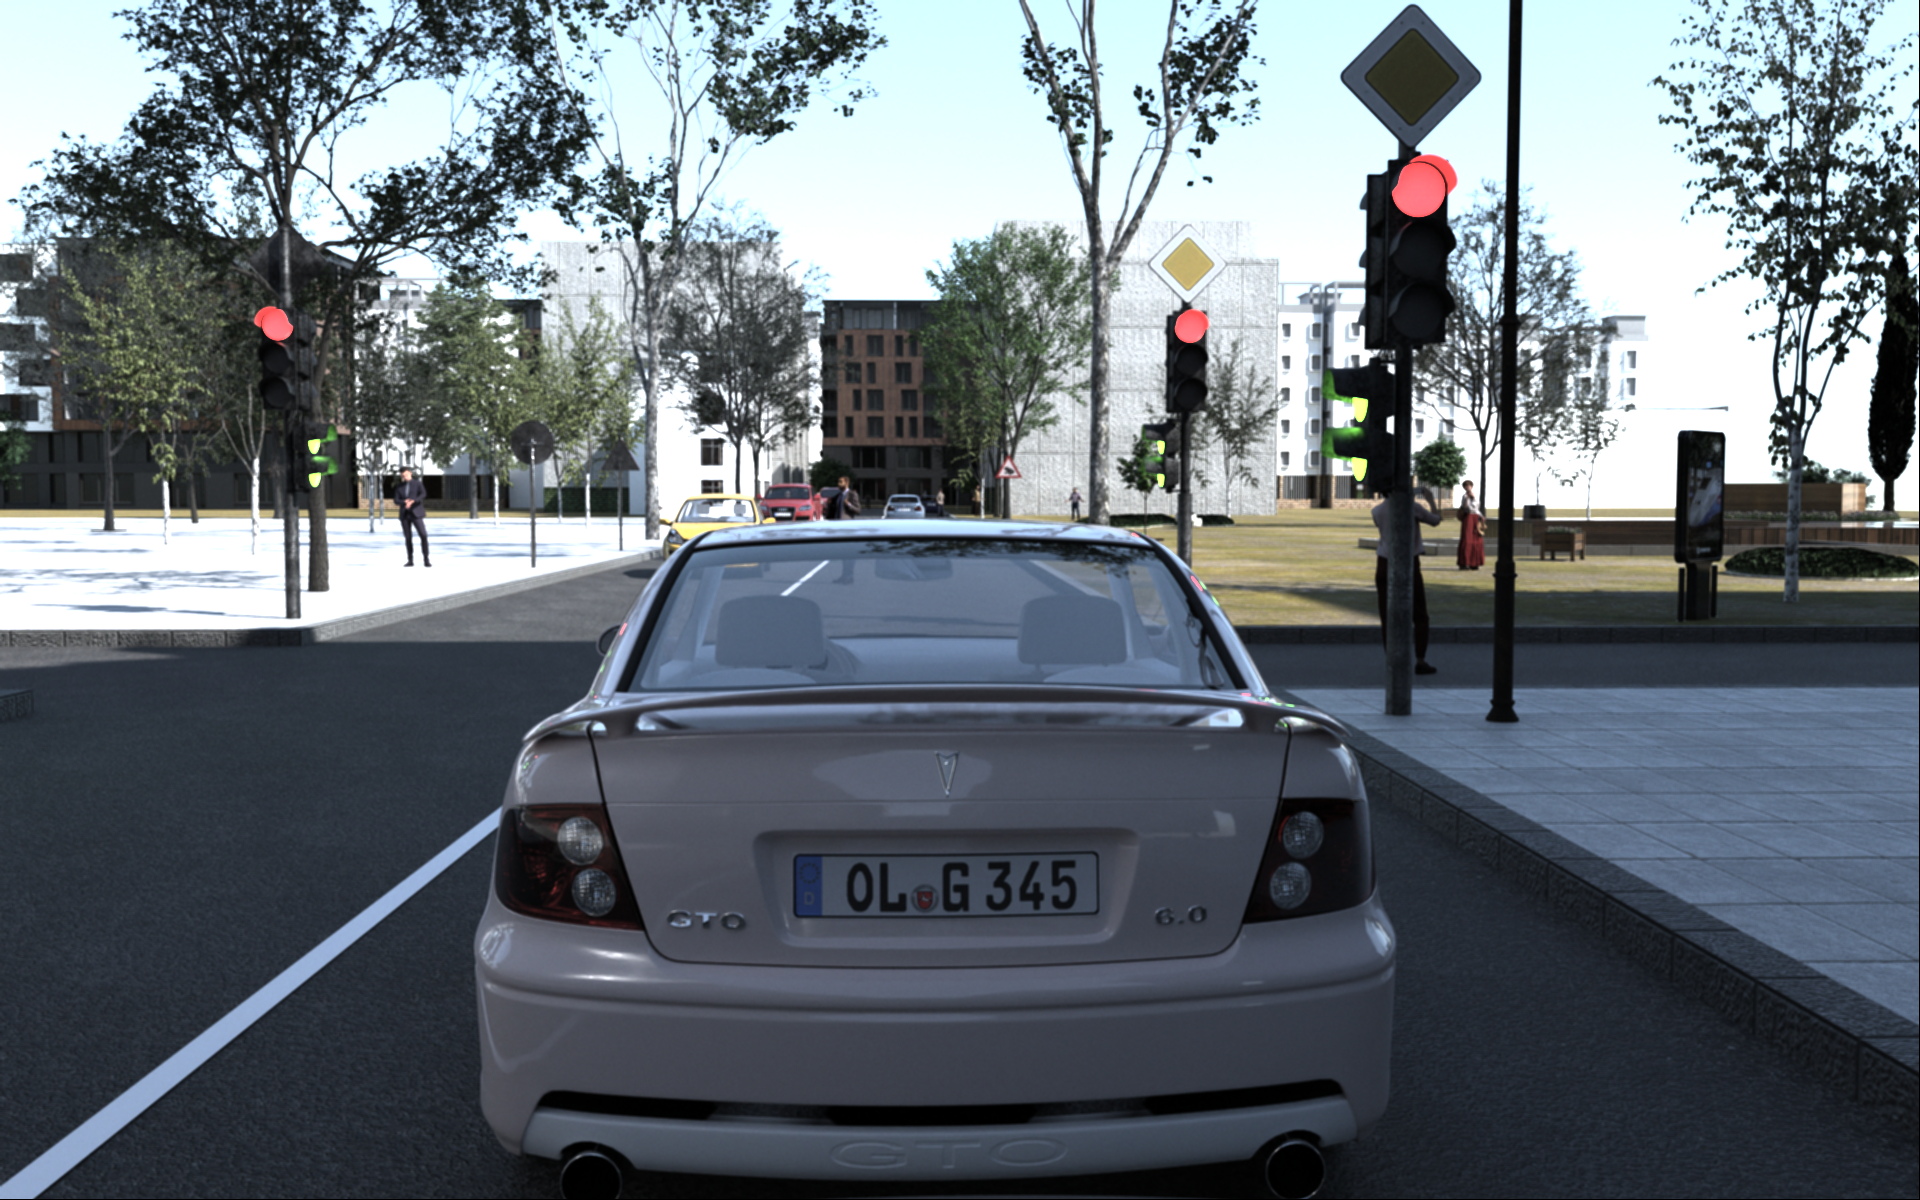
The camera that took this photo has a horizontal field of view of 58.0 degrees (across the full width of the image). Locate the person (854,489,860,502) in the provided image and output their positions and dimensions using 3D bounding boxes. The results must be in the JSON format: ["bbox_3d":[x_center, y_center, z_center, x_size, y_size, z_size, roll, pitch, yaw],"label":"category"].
[{"bbox_3d":[-7.106,-6.624,117.325,0.617,1.759,0.750,0,4,8],"label":"person"}]

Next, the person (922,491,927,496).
[{"bbox_3d":[-3.104,-9.124,158.405,0.721,1.736,1.217,-3,4,-38],"label":"person"}]

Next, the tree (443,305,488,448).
[{"bbox_3d":[-18.141,-7.223,68.463,4.737,8.622,4.395,0,3,0],"label":"tree"}]

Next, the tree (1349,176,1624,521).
[{"bbox_3d":[20.149,-9.529,66.169,12.009,13.543,11.850,0,3,0],"label":"tree"}]

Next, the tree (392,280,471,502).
[{"bbox_3d":[-19.546,-6.575,57.858,4.360,8.622,3.978,0,3,0],"label":"tree"}]

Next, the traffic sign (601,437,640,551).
[{"bbox_3d":[-7.676,-2.394,39.149,0.884,2.594,0.081,0,4,3],"label":"traffic sign"}]

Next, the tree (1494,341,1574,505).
[{"bbox_3d":[27.638,-8.091,82.648,4.360,8.622,3.978,0,3,0],"label":"tree"}]

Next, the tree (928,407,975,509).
[{"bbox_3d":[-0.377,-12.024,146.957,4.360,8.622,3.978,0,3,0],"label":"tree"}]

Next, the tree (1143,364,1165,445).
[{"bbox_3d":[11.589,-8.513,89.556,4.360,8.622,3.978,0,3,0],"label":"tree"}]

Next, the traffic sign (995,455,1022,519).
[{"bbox_3d":[1.612,-3.509,57.374,0.884,2.594,0.081,0,4,5],"label":"traffic sign"}]

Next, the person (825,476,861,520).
[{"bbox_3d":[-1.881,-1.118,27.605,0.431,1.722,0.655,-2,4,-33],"label":"person"}]

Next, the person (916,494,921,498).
[{"bbox_3d":[-3.402,-8.207,145.918,0.697,1.427,0.421,1,4,21],"label":"person"}]

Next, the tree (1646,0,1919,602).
[{"bbox_3d":[10.108,-4.278,20.309,4.360,8.622,3.978,0,3,0],"label":"tree"}]

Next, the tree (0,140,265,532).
[{"bbox_3d":[-29.292,-9.125,59.556,12.009,13.543,11.850,0,3,0],"label":"tree"}]

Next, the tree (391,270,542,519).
[{"bbox_3d":[-25.097,-10.360,87.518,7.486,12.596,7.792,0,3,0],"label":"tree"}]

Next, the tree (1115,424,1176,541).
[{"bbox_3d":[5.014,-3.260,47.907,1.663,3.219,1.824,0,3,0],"label":"tree"}]

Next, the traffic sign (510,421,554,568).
[{"bbox_3d":[-7.413,-1.830,30.032,0.768,2.556,0.104,0,4,1],"label":"traffic sign"}]

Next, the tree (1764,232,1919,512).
[{"bbox_3d":[51.152,-11.357,87.512,18.604,14.587,13.155,0,4,0],"label":"tree"}]

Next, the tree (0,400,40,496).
[{"bbox_3d":[-56.439,-7.499,85.508,20.602,7.101,11.467,-1,4,-19],"label":"tree"}]

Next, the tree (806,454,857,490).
[{"bbox_3d":[-10.750,-9.524,139.428,4.285,4.588,4.351,0,3,0],"label":"tree"}]

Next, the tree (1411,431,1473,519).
[{"bbox_3d":[24.844,-6.458,89.304,4.285,4.588,4.351,0,3,0],"label":"tree"}]

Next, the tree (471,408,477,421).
[{"bbox_3d":[-24.217,-7.811,78.072,4.360,8.622,3.978,0,3,0],"label":"tree"}]

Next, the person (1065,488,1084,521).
[{"bbox_3d":[5.522,-4.598,83.184,0.963,1.587,0.435,1,4,16],"label":"person"}]

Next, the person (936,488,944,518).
[{"bbox_3d":[-1.199,-5.573,100.155,0.617,1.759,0.750,-1,4,-23],"label":"person"}]

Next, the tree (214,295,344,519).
[{"bbox_3d":[-34.809,-10.146,87.949,6.751,12.117,7.091,0,3,0],"label":"tree"}]

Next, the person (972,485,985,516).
[{"bbox_3d":[1.025,-5.740,99.986,0.705,1.812,1.348,2,4,32],"label":"person"}]

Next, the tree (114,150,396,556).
[{"bbox_3d":[-14.913,-5.243,36.078,4.360,8.622,3.978,0,3,0],"label":"tree"}]

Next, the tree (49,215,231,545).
[{"bbox_3d":[-20.151,-5.681,43.244,4.737,8.622,4.395,0,3,0],"label":"tree"}]

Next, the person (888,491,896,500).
[{"bbox_3d":[-6.158,-9.026,156.882,0.742,1.727,0.445,-2,4,-29],"label":"person"}]

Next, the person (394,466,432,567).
[{"bbox_3d":[-9.638,-1.466,30.458,0.683,1.767,0.568,0,4,-2],"label":"person"}]

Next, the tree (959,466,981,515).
[{"bbox_3d":[0.364,-6.888,107.215,1.663,3.219,1.824,0,3,0],"label":"tree"}]

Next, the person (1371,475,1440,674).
[{"bbox_3d":[3.553,-0.239,13.860,0.566,1.644,0.517,-1,4,-15],"label":"person"}]

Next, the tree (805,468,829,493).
[{"bbox_3d":[-10.486,-8.055,126.308,1.663,3.219,1.824,0,3,0],"label":"tree"}]

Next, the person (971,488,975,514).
[{"bbox_3d":[0.962,-6.354,110.732,0.742,1.727,0.445,3,5,45],"label":"person"}]

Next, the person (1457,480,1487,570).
[{"bbox_3d":[8.583,-1.260,29.114,0.523,1.526,0.387,-3,4,-36],"label":"person"}]

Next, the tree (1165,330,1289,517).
[{"bbox_3d":[12.291,-7.798,77.866,4.360,8.622,3.978,0,3,0],"label":"tree"}]

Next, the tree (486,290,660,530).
[{"bbox_3d":[-13.601,-6.823,61.919,4.737,8.622,4.395,0,3,0],"label":"tree"}]
